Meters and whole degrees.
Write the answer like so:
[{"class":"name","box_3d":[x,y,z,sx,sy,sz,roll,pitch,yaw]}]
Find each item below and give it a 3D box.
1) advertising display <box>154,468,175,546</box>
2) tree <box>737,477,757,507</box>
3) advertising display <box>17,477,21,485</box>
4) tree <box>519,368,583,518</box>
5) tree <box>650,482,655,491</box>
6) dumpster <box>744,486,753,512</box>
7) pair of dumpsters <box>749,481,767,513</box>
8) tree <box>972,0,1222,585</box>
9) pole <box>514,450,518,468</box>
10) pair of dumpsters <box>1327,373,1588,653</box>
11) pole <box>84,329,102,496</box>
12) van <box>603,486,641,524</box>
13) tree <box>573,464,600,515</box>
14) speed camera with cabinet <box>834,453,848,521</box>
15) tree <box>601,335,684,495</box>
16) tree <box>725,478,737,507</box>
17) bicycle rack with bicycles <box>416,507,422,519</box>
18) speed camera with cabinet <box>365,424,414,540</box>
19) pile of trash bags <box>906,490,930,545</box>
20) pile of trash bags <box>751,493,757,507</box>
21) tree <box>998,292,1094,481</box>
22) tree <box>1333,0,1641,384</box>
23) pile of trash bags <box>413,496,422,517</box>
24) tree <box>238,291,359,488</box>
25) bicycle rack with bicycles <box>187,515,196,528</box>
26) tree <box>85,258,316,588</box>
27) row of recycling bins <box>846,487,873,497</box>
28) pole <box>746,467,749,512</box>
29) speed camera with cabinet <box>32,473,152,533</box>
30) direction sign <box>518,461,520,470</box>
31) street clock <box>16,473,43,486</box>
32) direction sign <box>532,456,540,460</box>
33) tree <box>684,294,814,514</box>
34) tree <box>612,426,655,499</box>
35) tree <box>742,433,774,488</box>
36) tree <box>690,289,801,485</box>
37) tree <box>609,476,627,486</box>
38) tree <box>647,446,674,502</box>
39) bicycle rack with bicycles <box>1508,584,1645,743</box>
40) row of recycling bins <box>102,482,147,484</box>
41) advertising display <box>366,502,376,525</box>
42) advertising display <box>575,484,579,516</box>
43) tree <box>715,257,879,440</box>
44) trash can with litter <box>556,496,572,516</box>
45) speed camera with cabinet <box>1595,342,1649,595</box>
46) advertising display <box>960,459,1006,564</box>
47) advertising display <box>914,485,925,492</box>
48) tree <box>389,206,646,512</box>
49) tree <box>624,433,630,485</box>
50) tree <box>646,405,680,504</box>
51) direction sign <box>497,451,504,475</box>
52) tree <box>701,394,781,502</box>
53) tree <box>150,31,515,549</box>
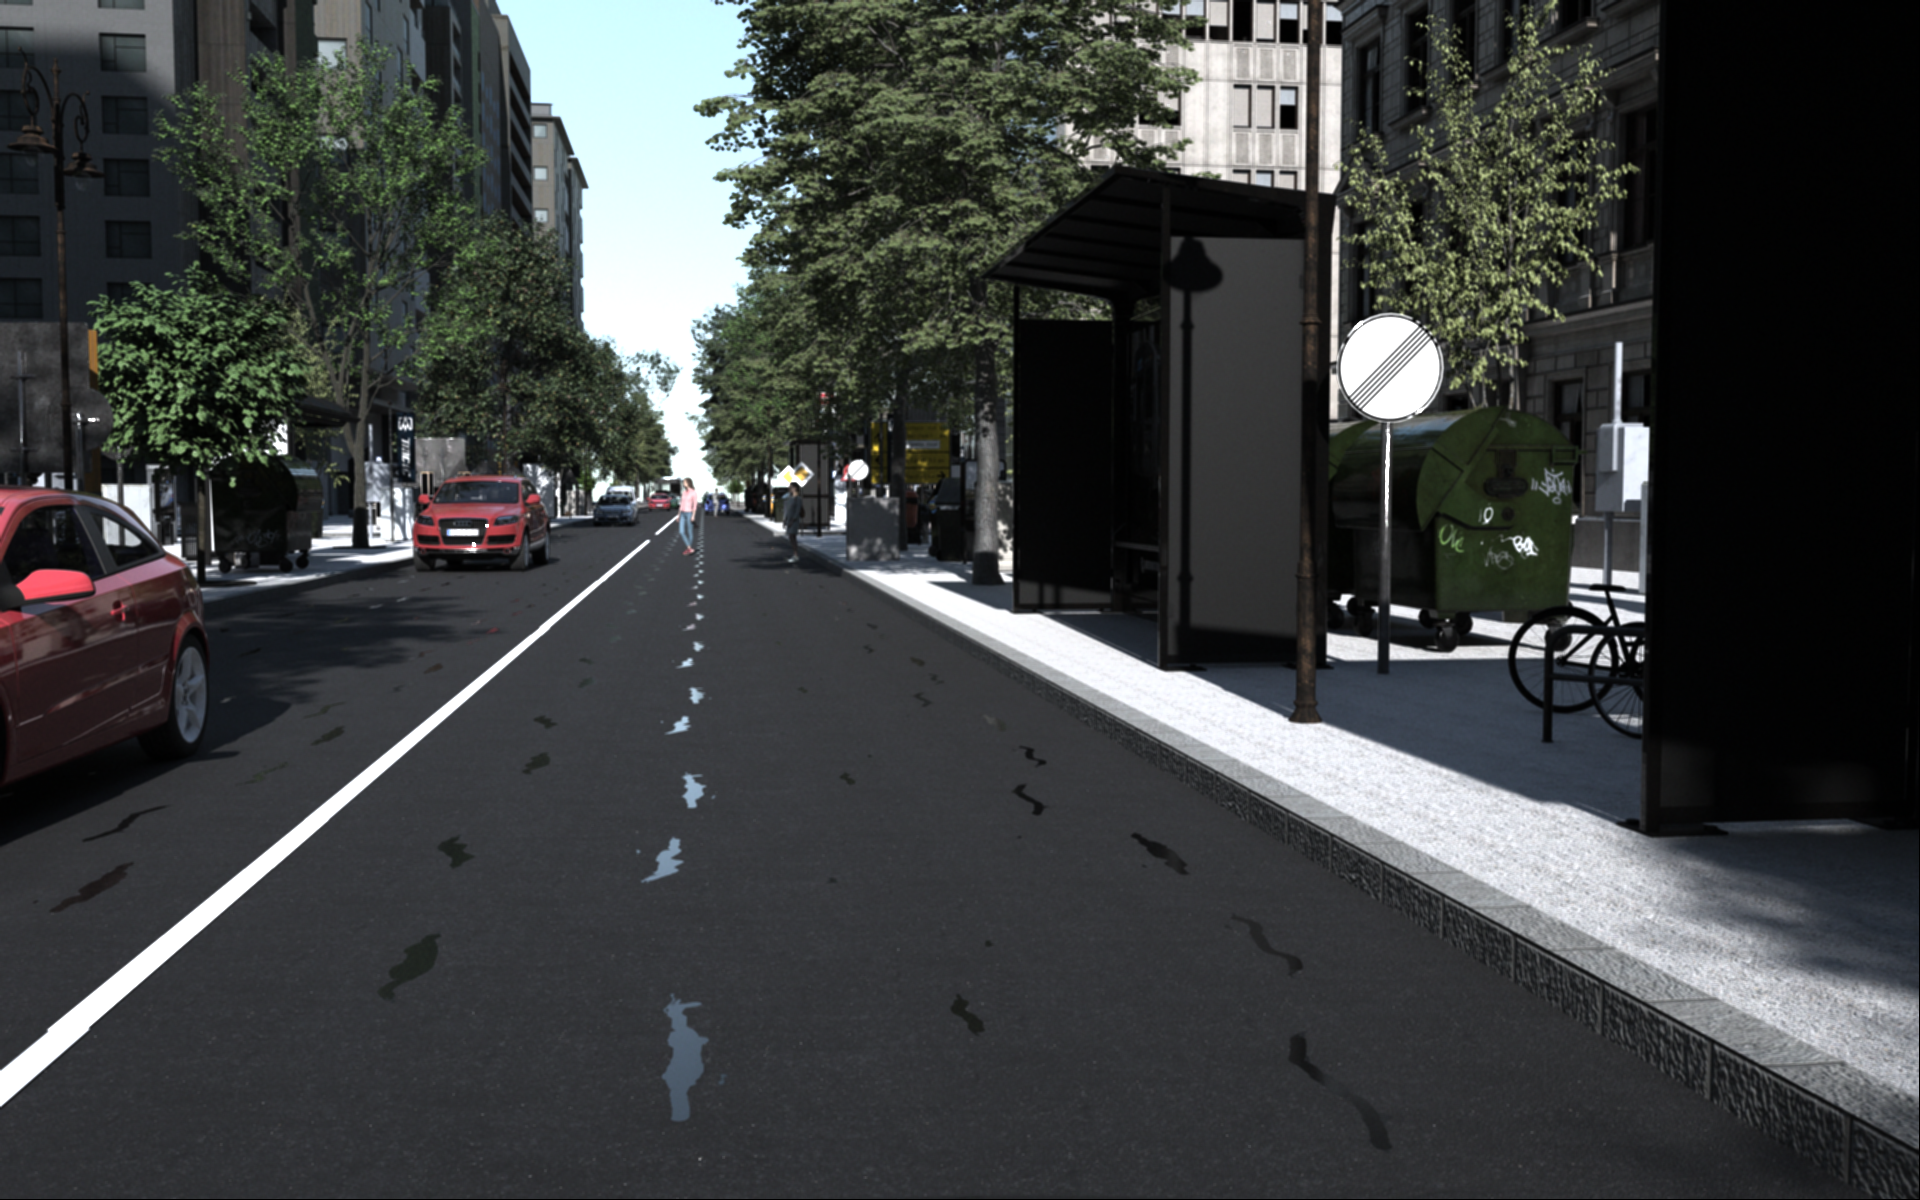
[{"class":"advertising display","box_3d":[-19.819,-2.322,43.173,0.123,1.923,0.974,0,4,-4]},{"class":"tree","box_3d":[-19.875,-10.438,165.267,1.663,3.219,1.824,0,3,0]},{"class":"advertising display","box_3d":[-25.125,-2.549,46.885,0.974,1.923,0.123,1,4,21]},{"class":"tree","box_3d":[-21.916,-8.801,94.256,4.737,8.622,4.395,0,3,0]},{"class":"tree","box_3d":[-49.931,-20.473,285.101,4.360,8.622,3.978,0,3,0]},{"class":"dumpster","box_3d":[-14.699,-7.167,122.931,1.264,1.857,1.865,-1,4,-8]},{"class":"pair of dumpsters","box_3d":[-13.678,-7.136,119.162,1.574,2.255,4.437,-1,4,-9]},{"class":"tree","box_3d":[-0.035,-6.484,24.139,7.486,12.596,7.792,0,3,0]},{"class":"pole","box_3d":[-20.632,-5.304,80.566,0.158,3.312,0.155,0,3,0]},{"class":"pair of dumpsters","box_3d":[4.053,-0.826,15.991,1.574,2.255,4.437,-1,4,-8]},{"class":"pole","box_3d":[-10.829,-1.697,21.595,0.158,3.312,0.155,0,3,0]},{"class":"van","box_3d":[-16.744,-4.792,85.363,2.013,2.044,4.112,-1,4,-10]},{"class":"tree","box_3d":[-23.317,-6.908,107.547,1.663,3.219,1.824,0,3,0]},{"class":"speed camera with cabinet","box_3d":[-5.726,-5.441,83.297,0.660,3.252,2.038,0,4,-4]},{"class":"tree","box_3d":[-39.695,-21.445,206.514,12.611,20.169,13.585,0,3,0]},{"class":"tree","box_3d":[-23.021,-11.236,178.317,1.663,3.219,1.824,0,3,0]},{"class":"bicycle rack with bicycles","box_3d":[-26.271,-4.553,87.829,2.852,0.926,2.925,0,4,-2]},{"class":"speed camera with cabinet","box_3d":[-16.076,-3.326,48.710,0.660,3.252,2.038,-3,5,-42]},{"class":"pile of trash bags","box_3d":[-1.647,-2.130,44.582,1.912,1.369,3.447,-1,4,-17]},{"class":"pile of trash bags","box_3d":[-12.134,-6.366,113.842,3.447,1.369,1.912,-3,4,-36]},{"class":"tree","box_3d":[2.812,-6.173,51.299,4.737,8.622,4.395,0,3,0]},{"class":"tree","box_3d":[7.743,-4.603,25.617,4.737,8.622,4.395,0,3,0]},{"class":"pile of trash bags","box_3d":[-29.605,-5.207,94.888,1.912,1.369,3.447,1,4,15]},{"class":"tree","box_3d":[-24.907,-6.817,61.823,4.737,8.622,4.395,0,3,0]},{"class":"bicycle rack with bicycles","box_3d":[-29.987,-3.165,65.123,2.925,0.926,2.852,-2,4,-34]},{"class":"tree","box_3d":[-10.680,-2.477,24.205,4.285,4.588,4.351,0,3,0]},{"class":"row of recycling bins","box_3d":[-5.631,-6.112,107.036,3.534,1.692,1.069,1,4,17]},{"class":"pole","box_3d":[-15.303,-8.012,124.844,0.158,3.312,0.155,0,3,0]},{"class":"speed camera with cabinet","box_3d":[-14.414,-2.097,28.624,0.660,3.252,2.038,2,4,24]},{"class":"direction sign","box_3d":[-24.788,-6.428,97.103,0.379,3.537,0.876,1,4,12]},{"class":"street clock","box_3d":[-14.281,-1.348,26.604,0.358,2.002,0.471,1,4,9]},{"class":"direction sign","box_3d":[-19.885,-5.512,82.116,0.379,3.537,0.876,3,5,43]},{"class":"tree","box_3d":[-12.679,-12.478,110.670,9.857,13.997,8.962,0,3,0]},{"class":"tree","box_3d":[-29.742,-12.389,152.917,4.737,8.622,4.395,0,3,0]},{"class":"tree","box_3d":[-16.329,-11.647,140.796,4.737,8.622,4.395,0,3,0]},{"class":"tree","box_3d":[-17.130,-18.225,153.875,12.611,20.169,13.585,0,3,0]},{"class":"tree","box_3d":[-31.018,-9.935,157.044,1.663,3.219,1.824,0,3,0]},{"class":"tree","box_3d":[-42.801,-18.598,238.483,7.601,10.594,8.767,0,4,3]},{"class":"bicycle rack with bicycles","box_3d":[4.258,0.257,9.188,2.925,0.926,2.852,3,5,44]},{"class":"row of recycling bins","box_3d":[-28.950,-3.218,59.730,1.069,1.692,3.534,2,4,24]},{"class":"advertising display","box_3d":[-24.396,-4.067,71.709,0.974,1.923,0.123,-1,4,-16]},{"class":"advertising display","box_3d":[-22.536,-5.912,101.882,0.123,1.923,0.974,-1,4,-17]},{"class":"tree","box_3d":[-6.967,-9.175,75.759,9.928,11.665,9.643,0,3,0]},{"class":"trash can with litter","box_3d":[-22.725,-5.362,99.059,0.624,1.170,1.055,3,4,39]},{"class":"speed camera with cabinet","box_3d":[8.882,-1.692,22.008,0.660,3.252,2.038,-1,4,-10]},{"class":"advertising display","box_3d":[0.434,-1.639,32.007,0.974,1.923,0.123,-3,4,-36]},{"class":"advertising display","box_3d":[-2.347,-5.634,97.326,0.123,1.923,0.974,-2,4,-25]},{"class":"tree","box_3d":[-18.004,-9.310,69.219,9.611,12.733,9.660,0,3,0]},{"class":"tree","box_3d":[-35.905,-16.810,192.969,7.486,12.596,7.792,0,3,0]},{"class":"tree","box_3d":[-26.148,-12.517,121.657,9.611,12.733,9.660,0,3,0]},{"class":"direction sign","box_3d":[-23.326,-5.898,88.434,0.876,3.537,0.379,3,4,38]},{"class":"tree","box_3d":[-15.255,-11.883,128.697,8.767,10.594,7.601,0,4,-2]},{"class":"tree","box_3d":[-14.230,-7.010,40.371,9.928,11.665,9.643,0,3,0]}]
